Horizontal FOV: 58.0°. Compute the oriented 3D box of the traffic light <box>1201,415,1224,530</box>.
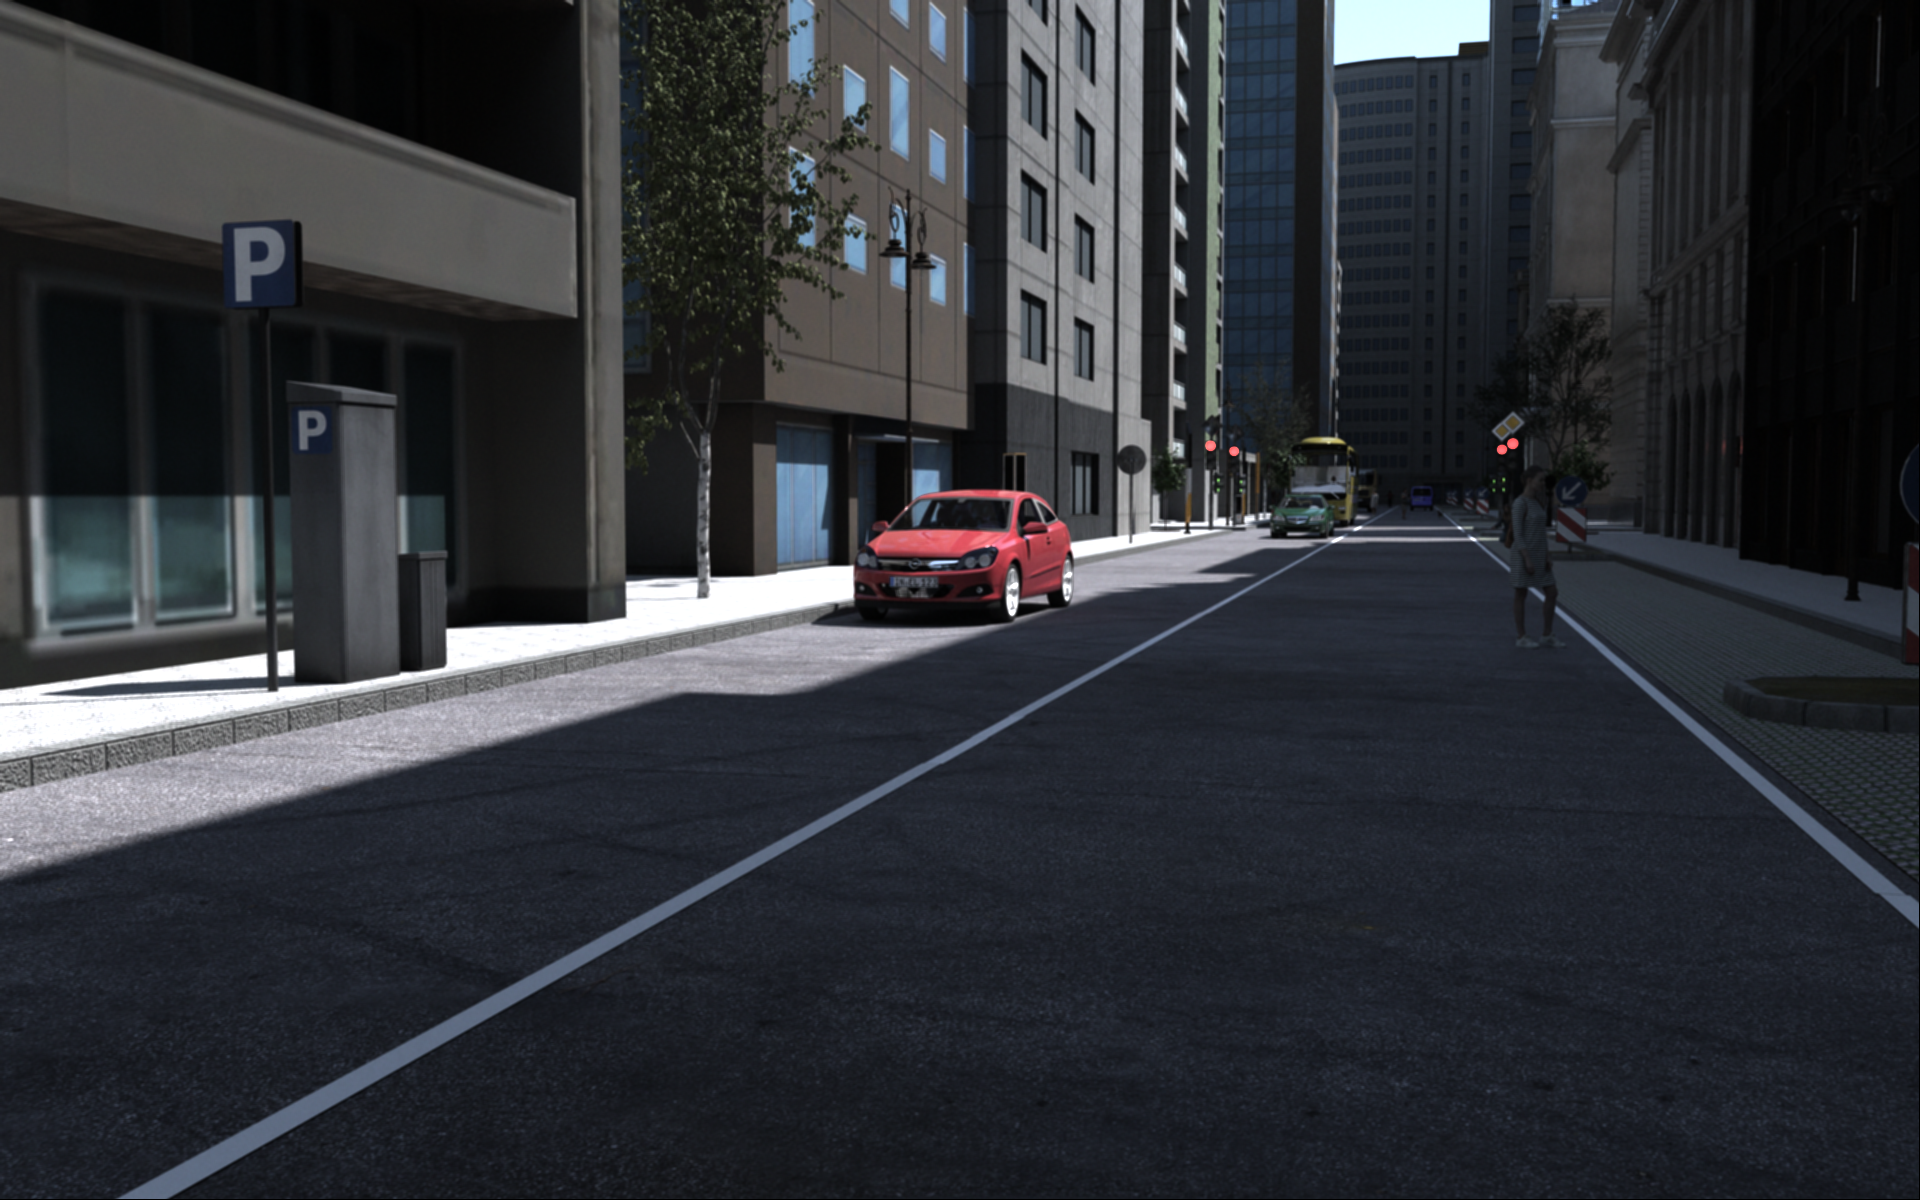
[{"bbox_3d":[8.909,-4.426,61.281,0.839,4.253,0.868,1,4,15],"label":"traffic light"}]

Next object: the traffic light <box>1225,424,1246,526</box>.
[{"bbox_3d":[10.960,-4.898,69.000,0.839,4.253,0.868,1,4,15],"label":"traffic light"}]

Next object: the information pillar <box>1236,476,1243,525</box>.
[{"bbox_3d":[11.531,-4.107,71.634,0.304,2.012,0.304,1,4,10],"label":"information pillar"}]

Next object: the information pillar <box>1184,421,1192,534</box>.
[{"bbox_3d":[7.351,-3.937,55.723,0.183,3.616,0.504,0,4,-5],"label":"information pillar"}]

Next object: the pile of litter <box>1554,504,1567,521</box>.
[{"bbox_3d":[28.921,-4.189,82.449,1.176,0.858,1.719,1,4,14],"label":"pile of litter"}]

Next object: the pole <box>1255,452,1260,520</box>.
[{"bbox_3d":[14.543,-5.558,84.720,0.158,3.312,0.155,0,3,0],"label":"pole"}]

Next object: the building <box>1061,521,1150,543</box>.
[{"bbox_3d":[-6.169,-37.349,48.909,20.611,71.187,20.563,1,4,15],"label":"building"}]

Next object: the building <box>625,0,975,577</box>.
[{"bbox_3d":[-7.812,-23.459,33.658,14.600,45.320,14.200,1,4,15],"label":"building"}]

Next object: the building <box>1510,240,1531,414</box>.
[{"bbox_3d":[45.787,-18.383,119.646,14.460,24.649,34.723,1,4,15],"label":"building"}]

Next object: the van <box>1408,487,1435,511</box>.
[{"bbox_3d":[39.439,-8.777,147.893,2.240,2.365,5.245,1,4,15],"label":"van"}]

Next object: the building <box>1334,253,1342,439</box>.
[{"bbox_3d":[38.810,-26.772,209.429,14.107,30.474,14.160,1,4,15],"label":"building"}]

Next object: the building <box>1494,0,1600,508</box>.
[{"bbox_3d":[59.206,-51.180,149.463,22.319,86.520,31.000,1,4,15],"label":"building"}]

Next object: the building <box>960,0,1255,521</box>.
[{"bbox_3d":[7.547,-40.755,104.596,20.563,71.187,20.611,1,4,15],"label":"building"}]

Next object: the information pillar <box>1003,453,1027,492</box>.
[{"bbox_3d":[0.992,-1.646,31.401,0.304,2.012,0.304,-3,5,-43],"label":"information pillar"}]

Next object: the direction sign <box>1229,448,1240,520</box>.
[{"bbox_3d":[13.358,-5.660,84.536,0.876,3.537,0.379,-3,5,-42],"label":"direction sign"}]

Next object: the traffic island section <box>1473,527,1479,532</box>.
[{"bbox_3d":[20.773,-2.707,66.532,2.009,0.180,2.903,1,4,15],"label":"traffic island section"}]

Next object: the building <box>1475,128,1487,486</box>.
[{"bbox_3d":[67.995,-33.728,201.555,14.600,45.320,14.200,1,4,15],"label":"building"}]

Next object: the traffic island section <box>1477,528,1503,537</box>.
[{"bbox_3d":[18.723,-2.234,58.814,2.009,0.180,2.903,1,4,15],"label":"traffic island section"}]

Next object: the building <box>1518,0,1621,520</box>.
[{"bbox_3d":[37.775,-18.803,93.328,13.634,28.700,20.117,1,4,15],"label":"building"}]

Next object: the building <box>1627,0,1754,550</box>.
[{"bbox_3d":[25.010,-12.326,43.337,13.314,21.916,24.055,1,4,15],"label":"building"}]

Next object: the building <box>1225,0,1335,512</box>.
[{"bbox_3d":[20.185,-29.246,128.275,14.600,45.320,14.200,1,4,15],"label":"building"}]

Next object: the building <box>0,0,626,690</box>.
[{"bbox_3d":[-16.452,-23.572,9.101,21.300,48.544,21.600,1,4,15],"label":"building"}]

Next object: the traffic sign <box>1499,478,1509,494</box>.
[{"bbox_3d":[32.100,-6.200,102.552,0.795,2.450,0.064,1,4,20],"label":"traffic sign"}]

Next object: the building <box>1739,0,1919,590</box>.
[{"bbox_3d":[19.271,-11.898,24.215,12.332,23.373,15.834,1,4,15],"label":"building"}]

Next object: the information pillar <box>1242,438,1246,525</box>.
[{"bbox_3d":[11.893,-4.972,72.653,0.183,3.616,0.504,0,4,-1],"label":"information pillar"}]

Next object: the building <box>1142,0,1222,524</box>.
[{"bbox_3d":[3.913,-24.106,77.731,14.154,41.232,14.086,1,4,15],"label":"building"}]

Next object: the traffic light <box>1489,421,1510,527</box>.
[{"bbox_3d":[20.737,-4.741,66.428,0.839,4.253,0.868,1,4,15],"label":"traffic light"}]

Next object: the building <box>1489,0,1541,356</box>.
[{"bbox_3d":[65.395,-38.987,179.439,21.231,58.520,28.212,1,4,15],"label":"building"}]

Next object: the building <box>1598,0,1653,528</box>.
[{"bbox_3d":[35.744,-14.583,67.316,19.941,23.489,11.050,1,4,15],"label":"building"}]

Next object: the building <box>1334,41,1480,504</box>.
[{"bbox_3d":[58.631,-42.167,231.430,28.212,58.520,21.231,1,4,15],"label":"building"}]

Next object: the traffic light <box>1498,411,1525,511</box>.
[{"bbox_3d":[18.687,-4.268,58.710,0.839,4.253,0.868,1,4,15],"label":"traffic light"}]

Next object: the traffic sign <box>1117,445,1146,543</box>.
[{"bbox_3d":[4.443,-2.745,44.991,0.768,2.556,0.104,1,4,17],"label":"traffic sign"}]

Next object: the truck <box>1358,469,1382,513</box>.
[{"bbox_3d":[31.567,-8.617,136.805,3.469,3.379,9.791,1,4,14],"label":"truck"}]
